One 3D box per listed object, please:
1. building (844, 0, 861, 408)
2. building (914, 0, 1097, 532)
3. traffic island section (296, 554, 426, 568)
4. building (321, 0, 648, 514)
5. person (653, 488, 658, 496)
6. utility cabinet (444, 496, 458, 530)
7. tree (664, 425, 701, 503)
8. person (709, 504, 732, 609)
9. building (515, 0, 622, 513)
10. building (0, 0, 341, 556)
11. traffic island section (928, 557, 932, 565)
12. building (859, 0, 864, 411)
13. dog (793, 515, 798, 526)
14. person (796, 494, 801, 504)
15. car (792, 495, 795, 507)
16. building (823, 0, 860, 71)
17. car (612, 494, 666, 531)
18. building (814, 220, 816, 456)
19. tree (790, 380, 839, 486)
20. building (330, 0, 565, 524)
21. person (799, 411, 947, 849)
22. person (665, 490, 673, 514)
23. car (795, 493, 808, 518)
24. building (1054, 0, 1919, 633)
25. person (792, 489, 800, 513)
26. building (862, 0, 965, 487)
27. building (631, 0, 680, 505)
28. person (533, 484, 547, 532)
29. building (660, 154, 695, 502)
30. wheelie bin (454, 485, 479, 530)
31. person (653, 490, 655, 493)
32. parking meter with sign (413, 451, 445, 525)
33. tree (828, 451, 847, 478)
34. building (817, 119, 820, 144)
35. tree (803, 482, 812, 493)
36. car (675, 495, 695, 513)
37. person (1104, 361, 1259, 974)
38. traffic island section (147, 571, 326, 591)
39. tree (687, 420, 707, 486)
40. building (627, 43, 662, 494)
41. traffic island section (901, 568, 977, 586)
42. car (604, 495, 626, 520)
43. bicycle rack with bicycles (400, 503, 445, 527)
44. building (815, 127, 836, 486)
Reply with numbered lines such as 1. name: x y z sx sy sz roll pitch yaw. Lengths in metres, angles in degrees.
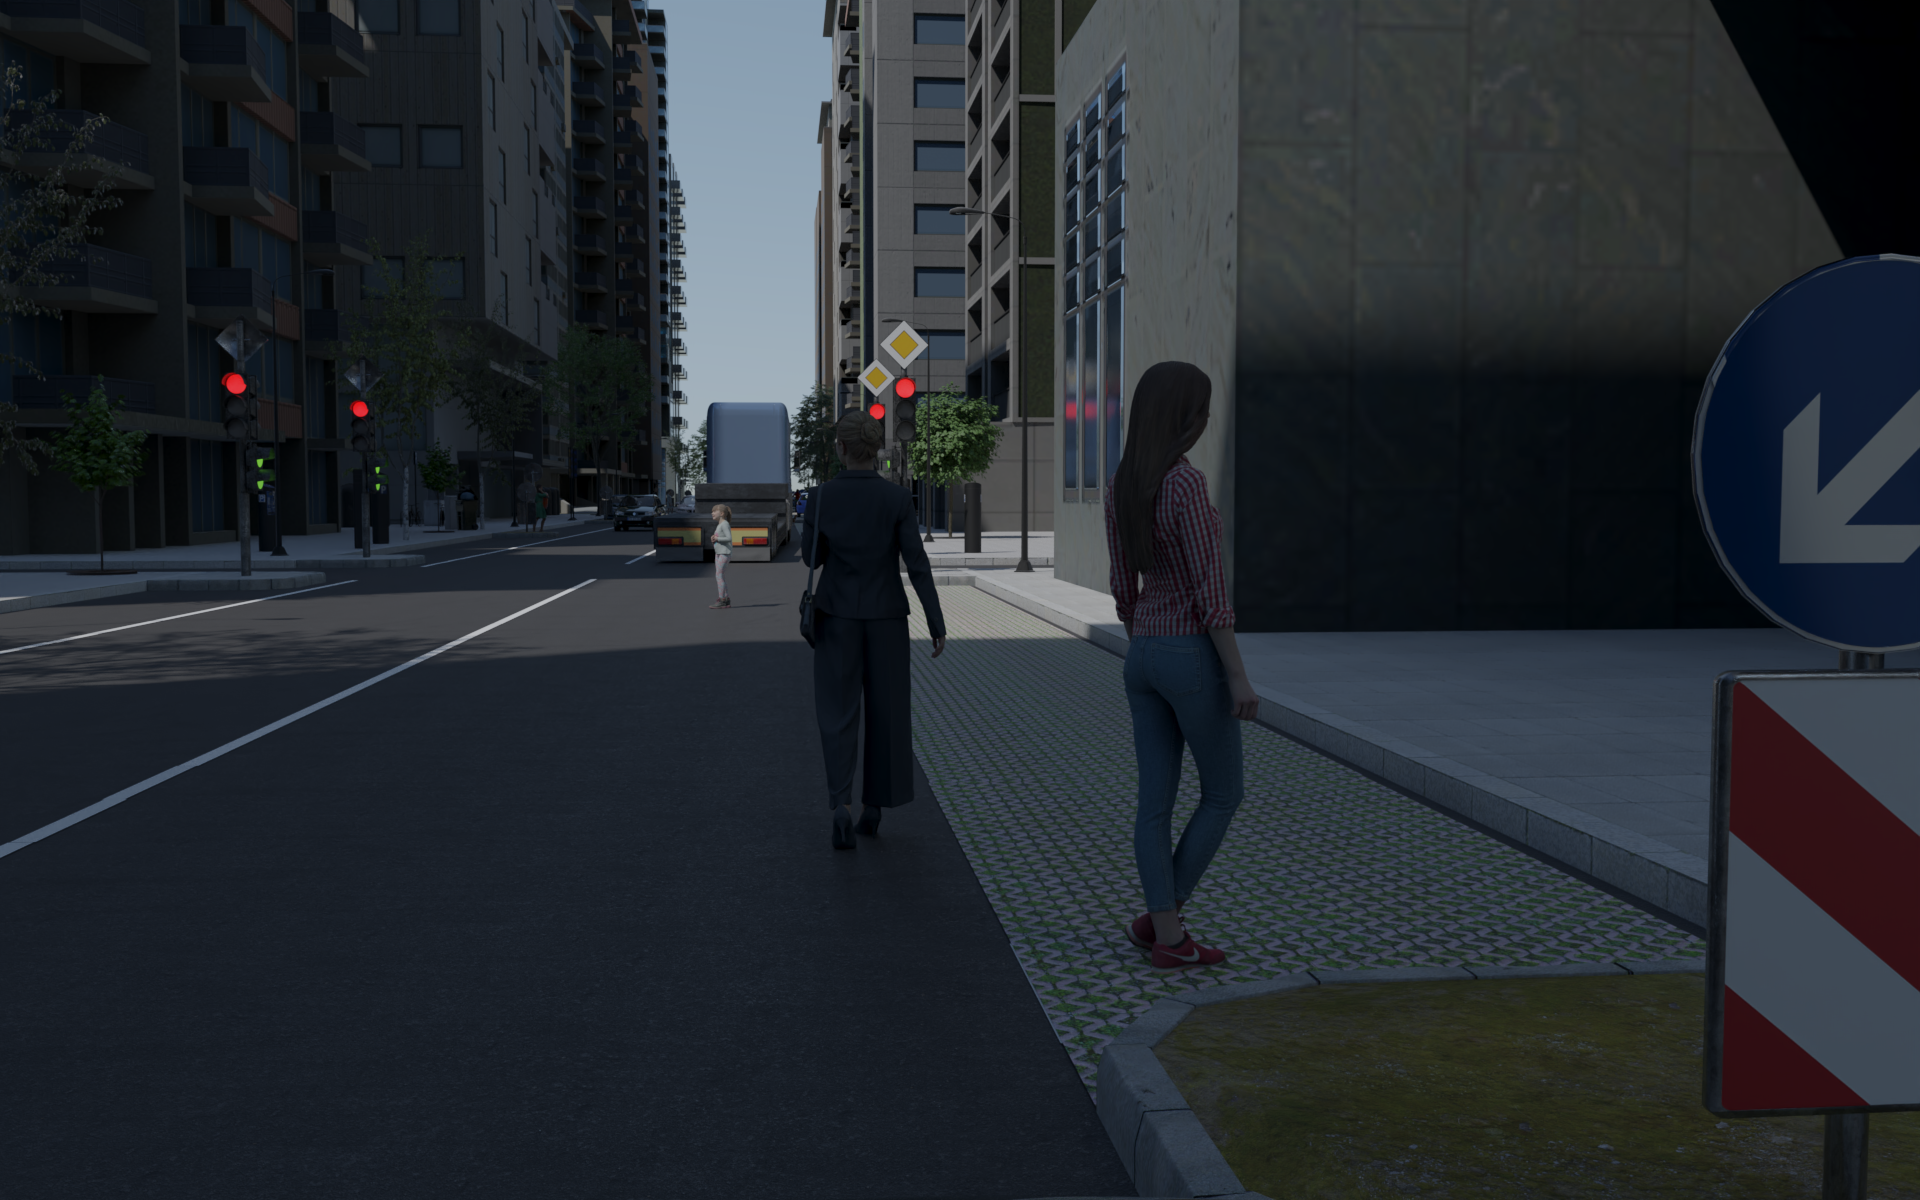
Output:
1. building: 1.645 -29.989 144.937 22.147 44.769 28.867 0 4 -6
2. building: 9.244 -38.155 62.081 20.563 71.187 20.611 0 4 -6
3. traffic island section: -12.051 -0.785 35.121 2.009 0.180 2.903 0 4 -6
4. building: -38.500 -30.118 147.046 22.147 44.769 28.867 0 4 -6
5. person: -18.419 -5.764 102.960 1.509 1.804 0.699 -3 5 -40
6. utility cabinet: -18.228 -3.161 62.838 0.306 1.237 1.020 2 4 28
7. tree: -29.912 -14.371 185.333 4.737 8.622 4.395 0 3 0
8. person: -3.008 -0.549 21.761 0.394 1.301 0.425 -3 5 -41
9. building: -40.495 -26.187 120.040 32.217 40.220 23.993 0 4 -6
10. building: -29.336 -24.007 47.134 22.147 44.769 28.867 0 4 -6
11. traffic island section: -1.715 -0.851 36.193 2.009 0.180 2.903 0 4 -6
12. building: -0.150 -26.870 122.920 14.154 41.232 14.086 0 4 -6
13. dog: -7.612 -3.591 77.998 0.540 0.507 0.406 -2 4 -29
14. person: -11.349 -6.814 123.162 0.557 1.426 1.065 1 4 18
15. car: -16.156 -9.856 173.142 2.014 1.417 4.499 0 4 -7
16. building: 1.136 -35.699 172.921 28.713 52.752 27.495 0 4 -6
17. car: -12.574 -3.565 68.077 2.009 1.686 4.222 0 4 -4
18. building: -13.443 -36.632 249.051 14.600 45.320 14.200 0 4 -6
19. tree: -15.093 -17.645 195.150 9.857 13.997 8.962 0 3 0
20. building: -34.461 -30.179 82.666 28.713 52.752 27.495 0 4 -6
21. person: -0.377 0.110 7.125 0.576 1.772 0.534 -1 4 -21
22. person: -17.868 -5.935 106.548 0.522 1.701 0.512 0 4 7
23. car: -9.197 -5.930 106.548 1.945 1.707 3.694 0 4 -5
24. building: 14.140 -42.622 9.543 22.319 86.520 31.000 0 4 -6
25. person: -12.369 -7.558 132.030 1.348 1.831 0.705 1 4 14
26. building: 5.018 -33.959 97.221 21.231 58.520 28.212 0 4 -6
27. building: -44.746 -54.664 206.431 22.319 86.520 31.000 0 4 -6
28. person: -15.049 -3.251 61.900 0.529 1.795 0.600 -1 4 -21
29. building: -49.091 -37.831 238.139 23.786 49.044 30.456 0 4 -6
30. wheelie bin: -17.487 -3.271 61.396 0.693 1.594 0.980 -3 5 -44
31. person: -22.060 -7.130 125.795 0.721 1.735 1.217 0 4 3
32. parking meter with sign: -21.428 -4.566 70.914 1.738 3.016 0.543 -1 4 -13
33. tree: -7.056 -7.987 114.298 4.285 4.588 4.351 0 3 0
34. building: -4.087 -39.122 228.877 28.713 52.752 27.495 0 4 -6
35. tree: -20.451 -14.618 233.606 1.663 3.219 1.824 0 3 0
36. car: -14.183 -4.929 92.945 2.083 1.381 4.827 0 4 -5
37. person: 0.669 0.204 5.168 0.388 1.821 0.555 -3 5 -41
38. traffic island section: -11.220 -0.300 27.179 2.009 0.180 2.903 0 4 -6
39. tree: -37.639 -21.046 262.229 7.486 12.596 7.792 0 3 0
40. building: -36.782 -31.747 169.167 14.600 45.320 14.200 0 4 -6
41. traffic island section: -0.884 -0.365 28.251 2.009 0.180 2.903 0 4 -6
42. car: -17.608 -4.806 90.579 2.014 1.417 4.499 0 4 -7
43. bicycle rack with bicycles: -20.673 -3.335 67.906 2.852 0.926 2.925 0 4 -6
44. building: -9.459 -34.085 207.404 14.600 45.320 14.200 0 4 -6
